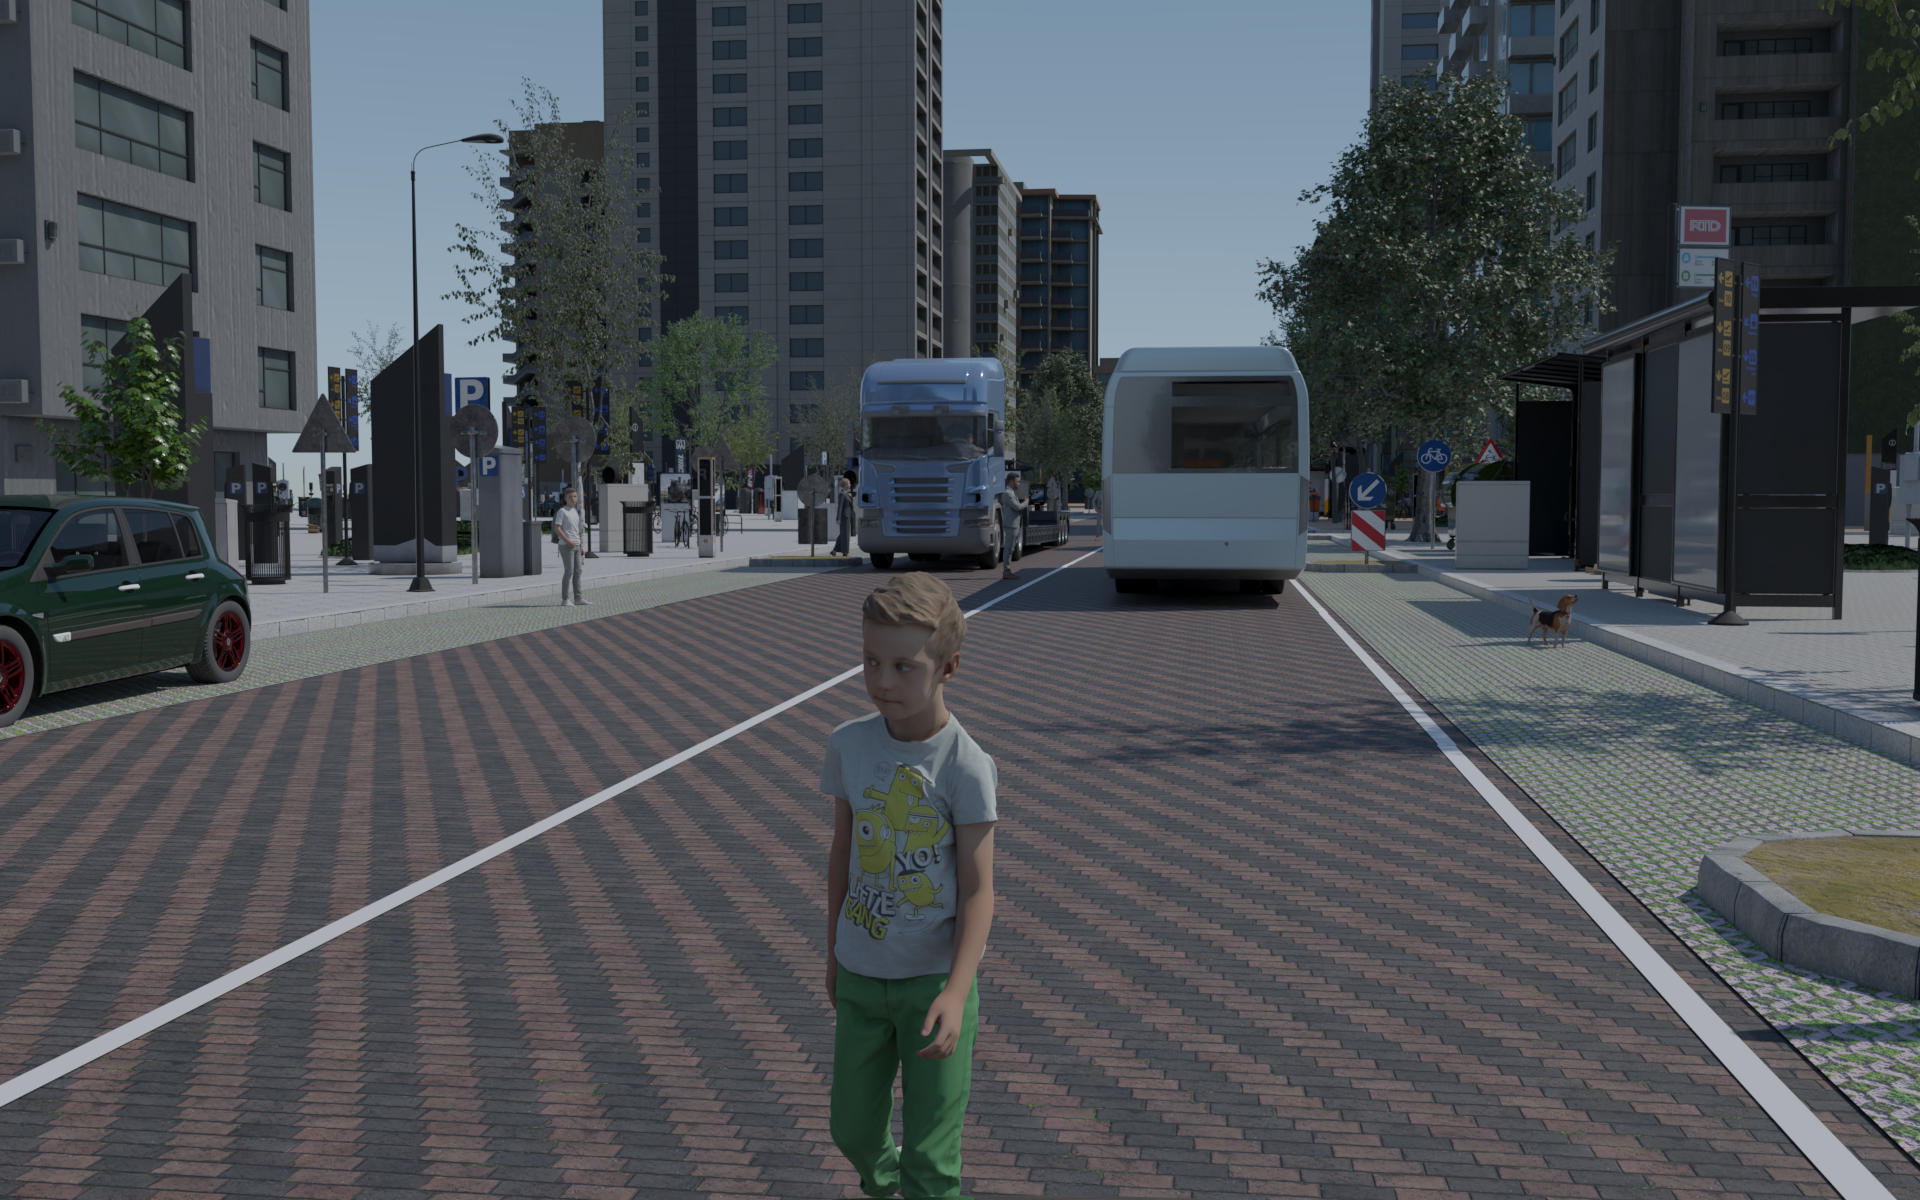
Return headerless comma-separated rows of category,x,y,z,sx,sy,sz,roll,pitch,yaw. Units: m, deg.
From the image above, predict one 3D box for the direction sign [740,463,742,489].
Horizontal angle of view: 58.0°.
direction sign,-16.219,-8.341,128.379,0.379,3.537,0.876,-1,4,-18

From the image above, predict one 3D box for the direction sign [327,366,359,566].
direction sign,-11.068,-2.395,31.158,0.379,3.537,0.876,1,4,14

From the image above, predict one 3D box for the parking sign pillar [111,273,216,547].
parking sign pillar,-9.953,-2.028,21.637,1.447,3.967,1.447,2,4,26

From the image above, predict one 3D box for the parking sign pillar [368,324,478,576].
parking sign pillar,-8.791,-2.409,27.854,1.447,3.967,1.447,1,4,18

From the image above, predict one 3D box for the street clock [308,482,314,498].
street clock,-40.104,-6.268,107.058,0.358,2.002,0.471,-1,4,-21

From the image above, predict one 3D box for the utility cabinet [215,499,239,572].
utility cabinet,-10.493,-0.778,23.878,1.020,1.237,0.306,0,4,8

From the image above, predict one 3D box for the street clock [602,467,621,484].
street clock,-9.182,-2.514,45.666,0.471,2.002,0.358,2,4,30

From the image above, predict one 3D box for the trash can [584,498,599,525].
trash can,-15.300,-3.691,72.005,0.748,1.137,0.748,0,3,0

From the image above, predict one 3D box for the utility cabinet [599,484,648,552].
utility cabinet,-7.455,-1.816,38.367,0.318,1.500,1.173,3,4,38

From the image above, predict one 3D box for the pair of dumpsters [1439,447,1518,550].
pair of dumpsters,11.566,-2.161,37.823,1.574,2.255,4.437,0,4,8

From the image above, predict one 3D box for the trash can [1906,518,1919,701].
trash can,5.964,0.090,10.179,0.748,1.137,0.748,0,3,0

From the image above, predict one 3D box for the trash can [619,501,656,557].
trash can,-6.601,-1.458,35.492,0.748,1.137,0.748,0,3,0

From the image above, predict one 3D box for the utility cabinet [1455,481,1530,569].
utility cabinet,9.059,-1.273,29.489,1.173,1.500,0.318,1,4,11

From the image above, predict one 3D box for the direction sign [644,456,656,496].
direction sign,-18.552,-6.749,102.337,0.876,3.537,0.379,-1,4,-15

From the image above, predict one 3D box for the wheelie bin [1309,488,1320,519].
wheelie bin,17.858,-4.868,87.500,0.693,1.594,0.980,1,4,14

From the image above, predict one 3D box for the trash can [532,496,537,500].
trash can,-27.609,-6.116,111.643,0.748,1.137,0.748,0,3,0

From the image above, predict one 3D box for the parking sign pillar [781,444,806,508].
parking sign pillar,-8.898,-6.378,92.757,1.447,3.967,1.447,1,4,13

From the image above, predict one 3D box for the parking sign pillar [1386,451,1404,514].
parking sign pillar,26.910,-7.277,107.452,1.447,3.967,1.447,-3,4,-37

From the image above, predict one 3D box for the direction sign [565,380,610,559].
direction sign,-7.407,-2.601,34.526,0.876,3.537,0.379,0,4,0

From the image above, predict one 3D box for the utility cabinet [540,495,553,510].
utility cabinet,-30.565,-7.155,128.152,0.306,1.237,1.020,2,4,30

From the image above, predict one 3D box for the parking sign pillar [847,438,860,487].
parking sign pillar,-4.490,-5.465,77.831,1.447,3.967,1.447,3,5,43

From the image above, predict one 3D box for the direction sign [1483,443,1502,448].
direction sign,23.703,-5.207,77.124,0.876,3.537,0.379,1,4,17

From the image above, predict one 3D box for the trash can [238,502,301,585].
trash can,-9.841,-0.793,24.615,0.748,1.137,0.748,0,3,0

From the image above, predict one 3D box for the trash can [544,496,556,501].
trash can,-26.555,-6.153,112.257,0.748,1.137,0.748,0,3,0

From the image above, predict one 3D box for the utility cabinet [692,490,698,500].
utility cabinet,-14.089,-5.113,92.283,1.173,1.500,0.318,1,4,11

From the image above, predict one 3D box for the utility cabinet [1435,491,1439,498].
utility cabinet,31.653,-6.548,115.741,0.318,1.500,1.173,0,4,-2

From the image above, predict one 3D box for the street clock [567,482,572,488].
street clock,-24.178,-6.311,107.748,0.358,2.002,0.471,2,4,24

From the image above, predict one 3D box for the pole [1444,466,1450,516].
pole,22.259,-5.215,79.107,0.158,3.312,0.155,0,3,0

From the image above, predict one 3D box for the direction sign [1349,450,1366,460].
direction sign,20.398,-5.927,88.896,0.876,3.537,0.379,1,4,16

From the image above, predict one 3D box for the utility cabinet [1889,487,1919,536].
utility cabinet,28.702,-2.669,52.318,0.318,1.500,1.173,-1,4,-21

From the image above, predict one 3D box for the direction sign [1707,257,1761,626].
direction sign,7.550,-1.524,16.915,0.876,3.537,0.379,-3,5,-40

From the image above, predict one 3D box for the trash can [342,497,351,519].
trash can,-30.941,-4.643,87.573,0.748,1.137,0.748,0,3,0

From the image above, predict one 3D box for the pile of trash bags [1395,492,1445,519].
pile of trash bags,24.410,-4.971,91.033,1.912,1.369,3.447,-2,4,-25

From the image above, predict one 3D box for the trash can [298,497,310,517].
trash can,-36.268,-5.146,95.793,0.748,1.137,0.748,0,3,0

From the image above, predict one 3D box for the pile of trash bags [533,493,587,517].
pile of trash bags,-22.518,-5.300,96.409,3.447,1.369,1.912,-1,4,-20

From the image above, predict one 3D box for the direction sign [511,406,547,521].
direction sign,-11.168,-3.238,44.933,0.876,3.537,0.379,-1,4,-23

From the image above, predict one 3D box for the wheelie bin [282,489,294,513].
wheelie bin,-45.892,-6.742,118.146,0.980,1.594,0.693,0,4,-5

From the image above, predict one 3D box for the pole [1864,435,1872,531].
pole,31.482,-4.050,60.054,0.158,3.312,0.155,0,3,0

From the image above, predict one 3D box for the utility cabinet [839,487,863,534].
utility cabinet,-3.266,-2.799,54.438,1.173,1.500,0.318,3,5,41

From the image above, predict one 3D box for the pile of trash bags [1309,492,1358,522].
pile of trash bags,17.628,-4.246,79.177,3.447,1.369,1.912,1,4,18

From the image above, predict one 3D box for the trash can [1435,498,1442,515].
trash can,28.826,-5.676,104.459,0.748,1.137,0.748,0,3,0

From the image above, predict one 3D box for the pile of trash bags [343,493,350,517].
pile of trash bags,-31.807,-4.993,91.381,3.447,1.369,1.912,1,4,10

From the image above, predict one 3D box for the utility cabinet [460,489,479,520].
utility cabinet,-22.239,-4.273,78.548,1.173,1.500,0.318,3,5,44

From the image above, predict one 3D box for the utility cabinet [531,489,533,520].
utility cabinet,-19.331,-4.108,75.840,1.173,1.500,0.318,0,4,-7

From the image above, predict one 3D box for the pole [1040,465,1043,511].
pole,5.501,-7.541,117.140,0.158,3.312,0.155,0,3,0

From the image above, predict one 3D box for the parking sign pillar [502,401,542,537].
parking sign pillar,-13.099,-3.831,51.108,1.447,3.967,1.447,0,4,2
